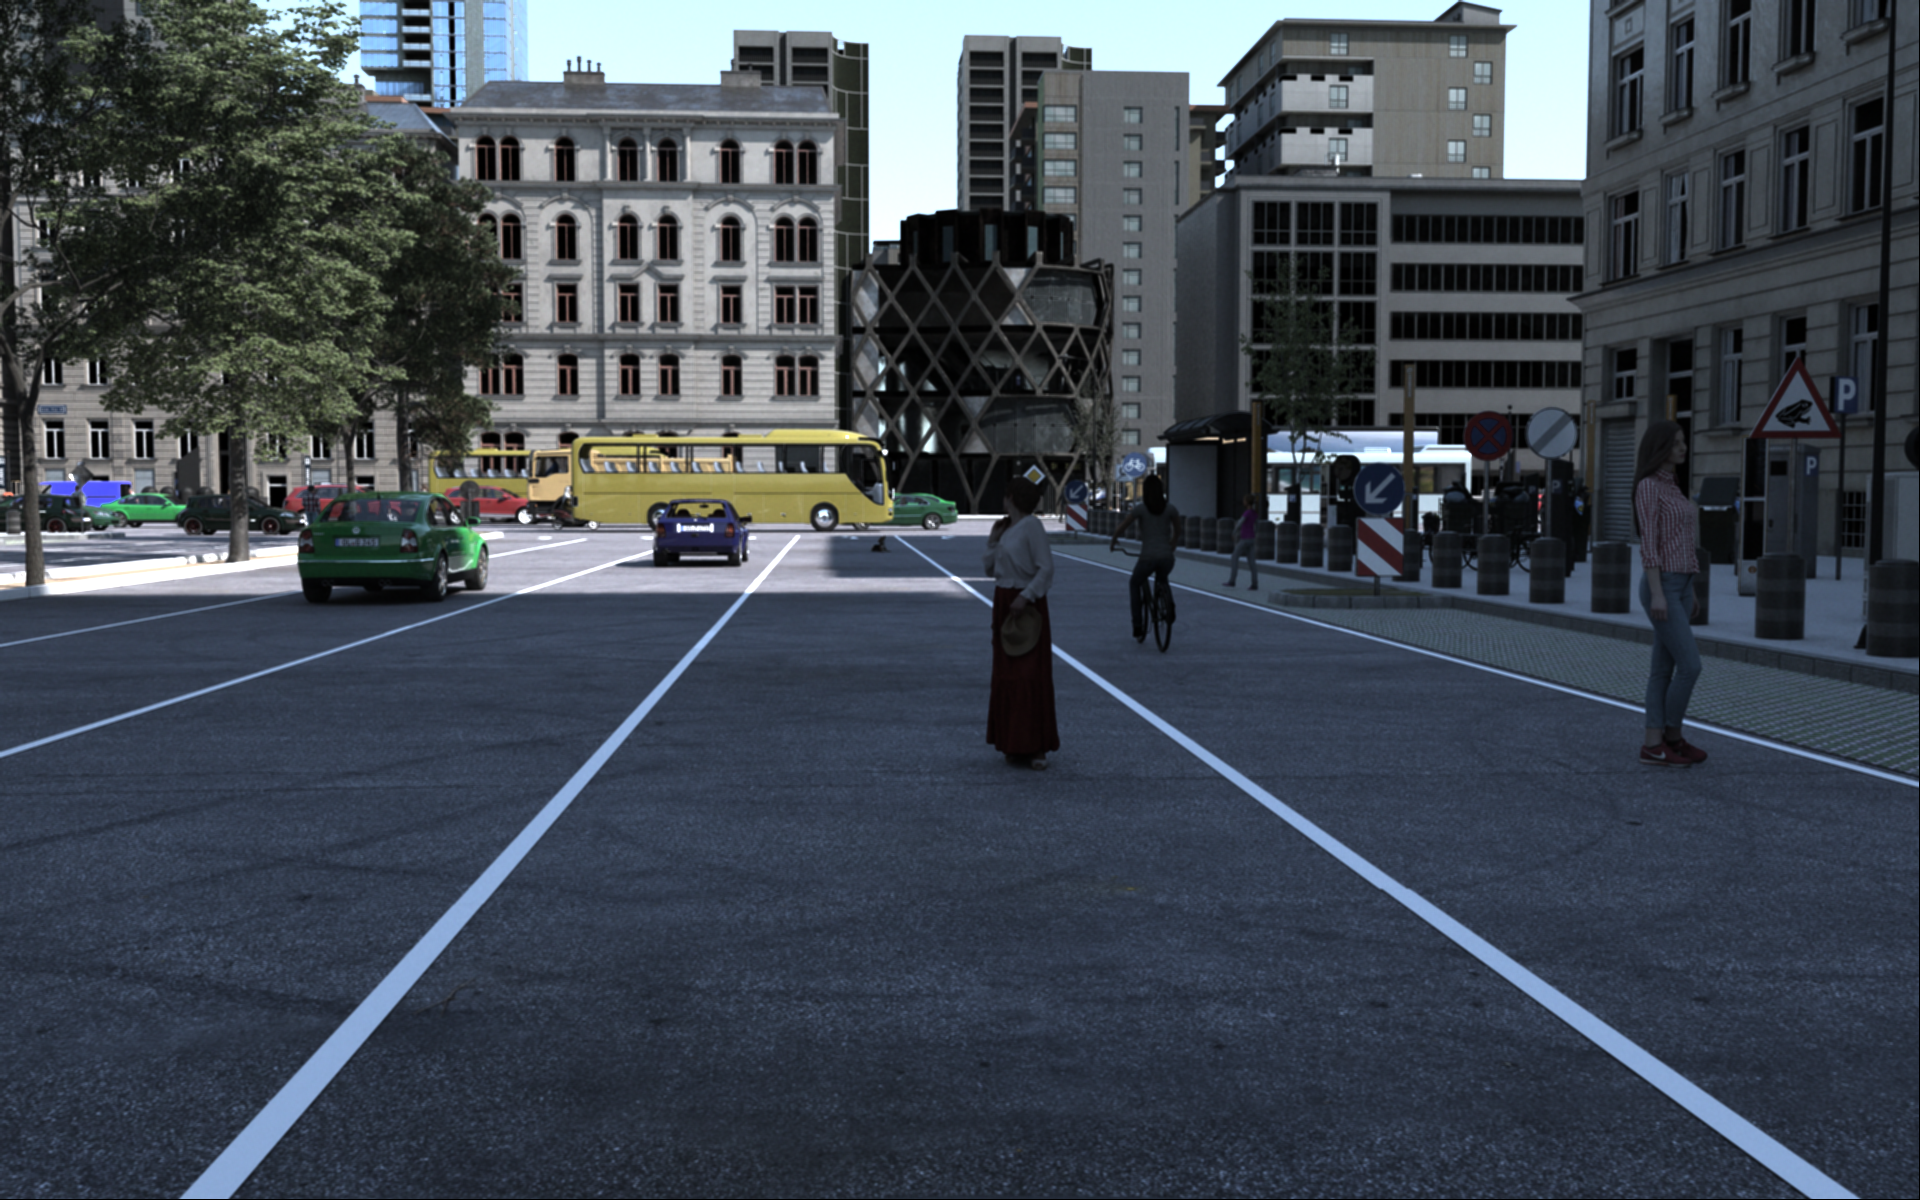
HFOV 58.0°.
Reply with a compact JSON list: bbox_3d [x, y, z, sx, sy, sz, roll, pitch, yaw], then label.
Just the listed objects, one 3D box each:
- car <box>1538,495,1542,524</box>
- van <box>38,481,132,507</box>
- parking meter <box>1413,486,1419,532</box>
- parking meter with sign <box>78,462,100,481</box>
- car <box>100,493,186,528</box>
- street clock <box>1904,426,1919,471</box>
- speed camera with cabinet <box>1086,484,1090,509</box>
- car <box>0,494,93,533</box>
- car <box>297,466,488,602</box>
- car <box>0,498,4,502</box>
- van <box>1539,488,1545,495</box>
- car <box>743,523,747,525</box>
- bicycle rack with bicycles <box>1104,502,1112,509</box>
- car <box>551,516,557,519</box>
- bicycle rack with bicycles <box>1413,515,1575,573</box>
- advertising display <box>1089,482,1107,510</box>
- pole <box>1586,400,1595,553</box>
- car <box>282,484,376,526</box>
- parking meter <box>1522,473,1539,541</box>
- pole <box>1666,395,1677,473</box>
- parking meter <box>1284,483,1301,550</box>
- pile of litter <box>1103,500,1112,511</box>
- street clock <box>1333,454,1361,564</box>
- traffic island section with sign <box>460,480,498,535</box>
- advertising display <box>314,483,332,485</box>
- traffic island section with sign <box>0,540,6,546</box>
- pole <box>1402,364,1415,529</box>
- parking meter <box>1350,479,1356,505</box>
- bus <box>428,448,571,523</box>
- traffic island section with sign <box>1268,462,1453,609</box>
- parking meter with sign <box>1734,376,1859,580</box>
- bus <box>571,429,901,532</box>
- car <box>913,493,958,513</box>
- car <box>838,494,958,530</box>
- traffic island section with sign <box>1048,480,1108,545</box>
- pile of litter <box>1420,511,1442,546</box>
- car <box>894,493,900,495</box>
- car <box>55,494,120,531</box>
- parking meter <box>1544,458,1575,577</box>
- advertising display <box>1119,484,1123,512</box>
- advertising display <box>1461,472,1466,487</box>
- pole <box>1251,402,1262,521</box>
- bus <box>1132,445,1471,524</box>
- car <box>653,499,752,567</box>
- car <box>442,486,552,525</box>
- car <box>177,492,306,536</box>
[{"bbox_3d":[26.471,-4.568,83.725,4.494,1.783,2.155,0,4,-6],"label":"car"},{"bbox_3d":[-42.642,-4.818,83.151,5.245,2.365,2.240,0,4,-6],"label":"van"},{"bbox_3d":[14.234,-2.818,54.490,0.372,1.533,0.369,0,3,0],"label":"parking meter"},{"bbox_3d":[-47.687,-6.078,95.635,0.543,3.016,1.738,2,4,34],"label":"parking meter with sign"},{"bbox_3d":[-34.369,-4.009,74.336,4.718,1.807,1.959,0,4,-3],"label":"car"},{"bbox_3d":[9.921,-0.803,17.701,0.471,2.002,0.358,0,4,7],"label":"street clock"},{"bbox_3d":[9.747,-8.470,132.820,0.660,3.252,2.038,3,5,42],"label":"speed camera with cabinet"},{"bbox_3d":[-32.068,-3.036,59.422,4.222,1.686,2.009,0,4,-3],"label":"car"},{"bbox_3d":[-7.875,-0.952,24.369,1.959,1.807,4.718,0,4,-4],"label":"car"},{"bbox_3d":[-43.339,-3.966,77.198,4.827,1.381,2.083,0,4,-3],"label":"car"},{"bbox_3d":[30.784,-5.053,89.626,2.013,2.044,4.112,0,4,-4],"label":"van"},{"bbox_3d":[-11.482,-4.374,80.304,4.718,1.807,1.959,0,4,-2],"label":"car"},{"bbox_3d":[11.095,-7.658,138.595,2.925,0.926,2.852,2,4,26],"label":"bicycle rack with bicycles"},{"bbox_3d":[-21.946,-4.940,89.436,5.304,1.827,2.281,0,4,-5],"label":"car"},{"bbox_3d":[9.058,-0.973,29.288,2.852,0.926,2.925,-1,4,-19],"label":"bicycle rack with bicycles"},{"bbox_3d":[7.615,-5.541,95.807,0.974,1.923,0.123,0,4,7],"label":"advertising display"},{"bbox_3d":[13.736,-2.687,37.772,0.158,3.312,0.155,0,3,0],"label":"pole"},{"bbox_3d":[-23.501,-3.574,67.113,5.304,1.827,2.281,0,4,-2],"label":"car"},{"bbox_3d":[15.490,-2.529,47.066,0.399,1.863,0.255,0,4,2],"label":"parking meter"},{"bbox_3d":[14.606,-2.556,35.626,0.158,3.312,0.155,0,3,0],"label":"pole"},{"bbox_3d":[7.637,-1.922,39.833,0.372,1.533,0.369,0,3,0],"label":"parking meter"},{"bbox_3d":[13.185,-8.415,151.545,1.719,0.858,1.176,-2,4,-27],"label":"pile of litter"},{"bbox_3d":[7.084,-1.663,31.754,0.358,2.002,0.471,-2,4,-35],"label":"street clock"},{"bbox_3d":[-16.326,-3.002,57.218,2.006,1.907,1.989,0,4,-4],"label":"traffic island section with sign"},{"bbox_3d":[-36.675,-5.773,99.596,0.974,1.923,0.123,1,4,11],"label":"advertising display"},{"bbox_3d":[-27.523,-2.386,47.642,1.989,1.847,2.006,0,4,-4],"label":"traffic island section with sign"},{"bbox_3d":[7.071,-2.048,27.331,0.158,3.312,0.155,0,3,0],"label":"pole"},{"bbox_3d":[10.866,-2.559,47.554,0.255,1.863,0.399,2,4,31],"label":"parking meter"},{"bbox_3d":[-19.839,-5.766,85.827,12.252,3.916,2.896,0,4,-5],"label":"bus"},{"bbox_3d":[5.085,-0.844,22.429,1.989,1.847,2.006,0,4,-4],"label":"traffic island section with sign"},{"bbox_3d":[12.701,-1.846,26.450,0.543,3.016,1.738,-2,4,-28],"label":"parking meter with sign"},{"bbox_3d":[-8.418,-4.549,65.920,12.252,3.916,2.896,0,4,-5],"label":"bus"},{"bbox_3d":[-2.478,-4.854,88.166,4.718,1.807,1.959,0,4,-3],"label":"car"},{"bbox_3d":[-2.547,-3.540,69.673,4.920,1.459,2.131,0,4,-6],"label":"car"},{"bbox_3d":[3.127,-2.511,49.683,1.989,1.847,2.006,0,4,-4],"label":"traffic island section with sign"},{"bbox_3d":[11.710,-1.799,43.384,1.719,0.858,1.176,1,4,16],"label":"pile of litter"},{"bbox_3d":[-3.769,-4.987,90.337,4.718,1.807,1.959,0,4,-6],"label":"car"},{"bbox_3d":[-35.550,-3.430,67.876,4.920,1.459,2.131,0,4,-5],"label":"car"},{"bbox_3d":[9.264,-1.289,26.778,0.255,1.863,0.399,-3,5,-45],"label":"parking meter"},{"bbox_3d":[10.583,-6.674,114.331,0.974,1.923,0.123,-3,5,-42],"label":"advertising display"},{"bbox_3d":[14.979,-2.835,51.569,0.123,1.923,0.974,1,4,15],"label":"advertising display"},{"bbox_3d":[6.563,-2.724,38.380,0.158,3.312,0.155,0,3,0],"label":"pole"},{"bbox_3d":[12.381,-4.321,65.513,13.247,3.499,2.948,0,4,-3],"label":"bus"},{"bbox_3d":[-5.272,-1.404,35.534,1.945,1.354,3.894,0,4,-4],"label":"car"},{"bbox_3d":[-21.911,-4.453,81.475,5.304,1.827,2.281,0,4,-2],"label":"car"},{"bbox_3d":[-25.179,-3.113,60.677,4.222,1.686,2.009,0,4,-5],"label":"car"}]
